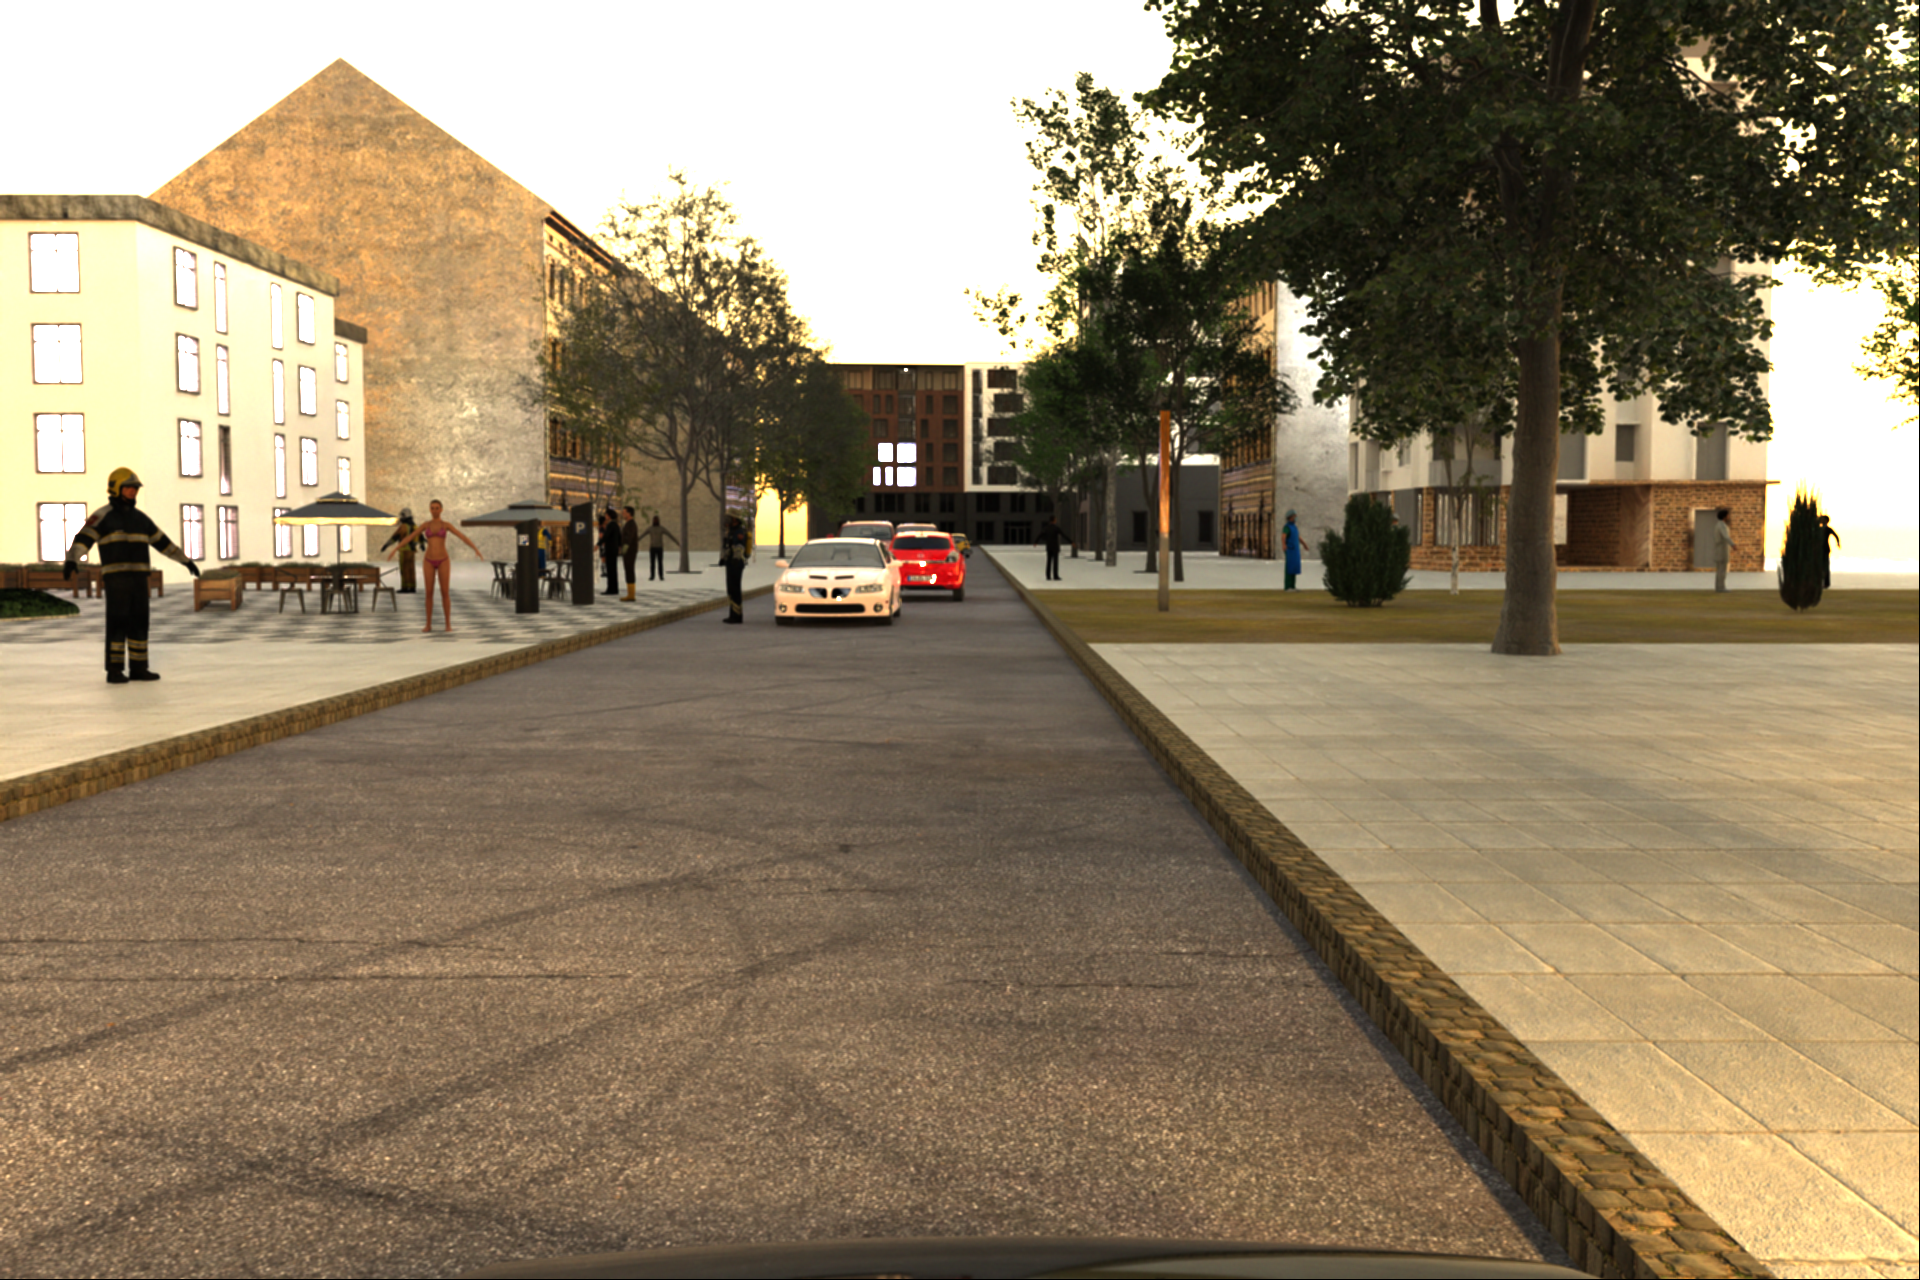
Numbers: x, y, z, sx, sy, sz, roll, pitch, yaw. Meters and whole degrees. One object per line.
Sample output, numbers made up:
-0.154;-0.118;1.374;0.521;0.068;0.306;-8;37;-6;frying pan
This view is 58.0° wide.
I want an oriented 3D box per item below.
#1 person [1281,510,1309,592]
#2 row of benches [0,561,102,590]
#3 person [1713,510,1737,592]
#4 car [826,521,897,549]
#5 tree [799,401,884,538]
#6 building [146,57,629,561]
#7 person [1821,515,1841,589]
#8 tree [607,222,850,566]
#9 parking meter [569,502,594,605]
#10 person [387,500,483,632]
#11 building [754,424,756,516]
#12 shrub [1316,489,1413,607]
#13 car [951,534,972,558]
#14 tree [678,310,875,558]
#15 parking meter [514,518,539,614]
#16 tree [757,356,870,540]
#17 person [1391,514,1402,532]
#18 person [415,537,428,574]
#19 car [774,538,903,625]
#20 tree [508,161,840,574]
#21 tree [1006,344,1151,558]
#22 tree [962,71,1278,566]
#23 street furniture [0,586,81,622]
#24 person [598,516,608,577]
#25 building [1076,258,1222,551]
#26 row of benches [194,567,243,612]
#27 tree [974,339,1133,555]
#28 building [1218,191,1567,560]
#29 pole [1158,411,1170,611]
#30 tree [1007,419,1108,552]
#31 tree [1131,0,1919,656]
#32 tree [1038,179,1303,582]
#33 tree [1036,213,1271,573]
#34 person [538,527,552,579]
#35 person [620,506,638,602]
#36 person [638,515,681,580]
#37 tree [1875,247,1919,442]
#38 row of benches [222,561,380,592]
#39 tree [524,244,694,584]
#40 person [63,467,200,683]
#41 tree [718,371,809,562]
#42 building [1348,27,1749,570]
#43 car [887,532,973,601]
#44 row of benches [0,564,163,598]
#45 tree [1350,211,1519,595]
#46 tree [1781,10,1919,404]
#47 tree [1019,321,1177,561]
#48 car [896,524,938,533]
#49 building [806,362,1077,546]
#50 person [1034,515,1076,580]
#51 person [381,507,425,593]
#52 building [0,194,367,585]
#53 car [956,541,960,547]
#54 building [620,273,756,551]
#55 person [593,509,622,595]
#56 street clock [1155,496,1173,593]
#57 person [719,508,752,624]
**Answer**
7.390;-1.977;38.456;0.704;1.817;1.347;2;4;33;person
-20.752;-1.440;39.004;1.422;0.672;4.104;1;4;11;row of benches
16.927;-1.969;38.385;0.705;1.806;1.347;1;4;10;person
-2.702;-2.562;50.556;2.281;1.827;5.304;0;4;0;car
-9.045;-12.253;126.093;9.928;11.665;9.643;0;3;0;tree
-28.516;-15.809;89.404;19.493;23.208;18.063;0;3;0;building
20.264;-2.083;40.784;0.721;1.740;1.216;-1;4;-18;person
-9.613;-9.705;69.048;12.009;13.543;11.850;0;3;0;tree
-6.878;-1.575;31.463;0.399;1.863;0.255;0;4;1;parking meter
-6.892;-0.977;22.780;1.217;1.733;0.721;-1;4;-9;person
-26.397;-19.032;167.587;16.016;20.090;11.380;0;4;1;building
7.143;-1.624;30.594;1.661;2.075;1.752;0;3;0;shrub
-0.284;-5.817;105.323;2.015;1.641;3.980;0;4;-1;car
-9.477;-11.138;92.478;12.009;13.543;11.850;0;3;0;tree
-7.015;-1.201;28.043;0.372;1.533;0.369;0;3;0;parking meter
-9.819;-11.783;110.777;7.486;12.596;7.792;0;3;0;tree
12.118;-2.600;48.370;1.347;1.847;0.705;-3;4;-36;person
-17.593;-2.993;55.205;1.348;1.796;0.705;0;4;-5;person
-1.965;-1.003;28.756;2.083;1.381;4.827;0;4;1;car
-9.016;-8.946;56.630;12.009;13.543;11.850;0;3;0;tree
6.226;-10.180;92.204;9.928;11.665;9.643;0;3;0;tree
6.545;-13.070;69.577;12.611;20.169;13.585;0;3;0;tree
-16.318;-0.461;23.169;5.734;0.657;10.072;0;4;5;street furniture
-10.633;-2.795;51.843;0.704;1.843;1.345;0;4;-6;person
23.573;-18.398;144.787;27.936;21.610;32.646;0;3;0;building
-13.041;-0.921;30.526;1.422;0.672;4.104;-1;4;-21;row of benches
5.975;-12.132;108.729;12.009;13.543;11.850;0;3;0;tree
24.624;-16.038;93.157;19.493;23.208;18.063;0;4;0;building
3.385;-2.132;28.710;0.158;3.312;0.155;0;3;0;pole
7.121;-11.407;120.910;8.767;10.594;7.601;3;4;37;tree
6.141;-6.829;18.309;9.857;13.997;8.962;0;3;0;tree
5.594;-6.856;46.506;7.601;10.594;8.767;-1;4;-18;tree
6.282;-8.022;56.915;9.928;11.665;9.643;0;3;0;tree
-12.103;-2.643;49.676;1.216;1.772;0.721;3;4;36;person
-6.325;-1.641;32.961;0.704;1.812;1.346;-1;4;-11;person
-8.447;-2.572;48.175;1.348;1.813;0.705;0;4;-4;person
23.067;-5.474;39.861;4.737;8.622;4.395;0;3;0;tree
-14.821;-1.446;39.098;4.104;0.672;1.422;1;4;22;row of benches
-9.495;-5.762;44.572;4.360;8.622;3.978;0;3;0;tree
-7.215;-0.566;15.017;0.704;1.858;1.351;2;4;25;person
-9.180;-7.827;78.342;4.737;8.622;4.395;0;3;0;tree
21.329;-13.120;70.939;16.016;20.090;11.380;0;3;0;building
-0.795;-1.794;38.368;2.155;1.783;4.494;0;4;1;car
-18.291;-1.192;34.949;4.104;0.672;1.422;0;4;-1;row of benches
10.636;-5.264;36.426;4.360;8.622;3.978;0;3;0;tree
19.352;-6.508;32.158;9.928;11.665;9.643;0;3;0;tree
6.675;-9.586;82.489;9.928;11.665;9.643;0;3;0;tree
-1.597;-3.366;63.704;2.281;1.827;5.304;0;4;0;car
-2.794;-22.684;217.318;32.646;21.610;27.936;0;4;-6;building
2.604;-2.578;48.382;1.346;1.802;0.704;2;4;35;person
-12.042;-1.950;37.652;0.705;1.858;1.354;1;4;22;person
-24.914;-7.023;56.971;9.099;9.664;28.070;0;4;0;building
-1.065;-5.031;94.047;2.131;1.459;4.920;0;4;1;car
-27.447;-19.121;143.554;19.493;23.208;18.063;0;4;1;building
-7.397;-1.861;36.621;0.705;1.806;1.347;1;4;10;person
3.877;-1.734;32.923;0.358;2.002;0.471;0;4;0;street clock
-3.658;-1.199;27.837;0.705;1.856;1.354;-1;4;-17;person
